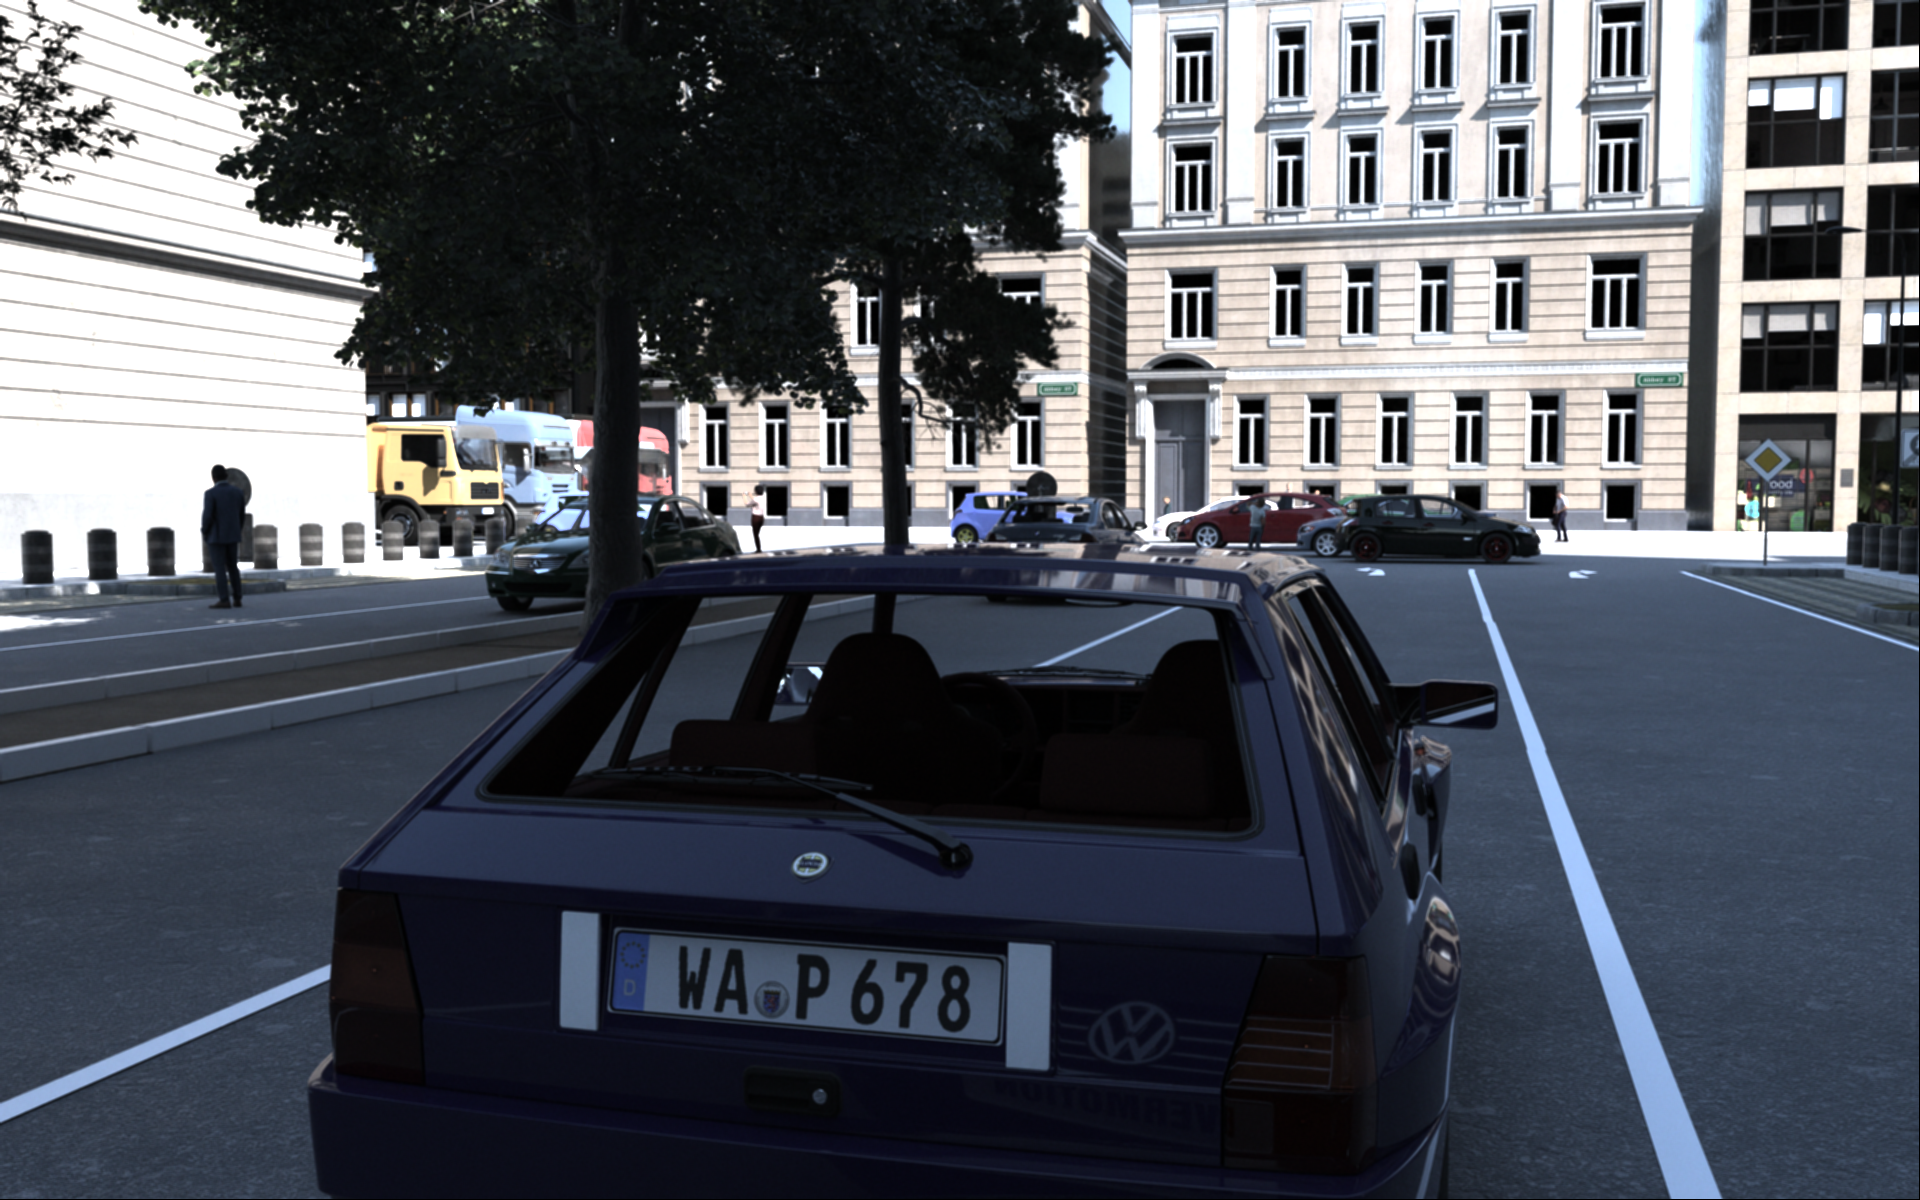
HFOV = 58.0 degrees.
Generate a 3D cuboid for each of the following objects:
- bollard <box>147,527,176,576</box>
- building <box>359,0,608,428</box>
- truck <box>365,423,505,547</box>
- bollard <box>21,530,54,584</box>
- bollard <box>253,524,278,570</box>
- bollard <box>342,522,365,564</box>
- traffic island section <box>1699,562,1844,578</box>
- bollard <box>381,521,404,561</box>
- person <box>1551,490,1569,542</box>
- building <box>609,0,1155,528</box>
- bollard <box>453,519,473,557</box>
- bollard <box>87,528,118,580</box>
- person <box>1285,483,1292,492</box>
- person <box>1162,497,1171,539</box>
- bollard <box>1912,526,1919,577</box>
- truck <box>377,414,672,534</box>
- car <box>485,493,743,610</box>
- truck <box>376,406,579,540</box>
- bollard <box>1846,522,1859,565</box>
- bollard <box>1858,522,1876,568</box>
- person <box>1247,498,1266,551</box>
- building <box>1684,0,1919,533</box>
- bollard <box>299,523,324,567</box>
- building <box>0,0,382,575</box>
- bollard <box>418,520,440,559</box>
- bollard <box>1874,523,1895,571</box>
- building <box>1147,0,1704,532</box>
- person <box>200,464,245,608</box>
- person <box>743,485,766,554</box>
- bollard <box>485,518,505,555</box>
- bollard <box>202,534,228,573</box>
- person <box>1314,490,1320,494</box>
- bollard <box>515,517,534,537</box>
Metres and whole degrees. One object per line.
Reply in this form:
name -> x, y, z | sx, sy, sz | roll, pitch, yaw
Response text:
bollard -> -12.534, -0.762, 27.171 | 0.404, 0.777, 0.398 | 0, 3, 0
building -> -21.075, -15.095, 76.478 | 15.834, 23.373, 12.332 | 1, 4, 16
truck -> -16.959, -3.232, 48.762 | 9.791, 3.379, 3.469 | 1, 4, 15
bollard -> -13.202, -0.616, 24.786 | 0.404, 0.777, 0.398 | 0, 3, 0
bollard -> -11.862, -0.909, 29.571 | 0.404, 0.777, 0.398 | 0, 3, 0
bollard -> -11.193, -1.055, 31.964 | 0.404, 0.777, 0.398 | 0, 3, 0
traffic island section -> 14.480, -0.540, 31.114 | 2.009, 0.180, 2.903 | 1, 4, 16
bollard -> -10.859, -1.128, 33.153 | 0.404, 0.777, 0.398 | 0, 3, 0
person -> 17.897, -2.499, 51.563 | 0.590, 1.554, 0.614 | 0, 4, -7
building -> -3.138, -17.499, 72.005 | 20.117, 28.700, 13.634 | 1, 4, 16
bollard -> -10.198, -1.273, 35.533 | 0.404, 0.777, 0.398 | 0, 3, 0
bollard -> -12.865, -0.689, 25.982 | 0.404, 0.777, 0.398 | 0, 3, 0
person -> 10.870, -2.979, 57.430 | 0.478, 1.798, 0.641 | 0, 4, 5
person -> 6.608, -2.636, 55.504 | 0.340, 1.345, 0.435 | 0, 4, -7
bollard -> 15.303, -0.800, 27.803 | 0.404, 0.777, 0.398 | 0, 3, 0
truck -> -15.322, -4.487, 62.280 | 11.283, 4.237, 2.839 | 1, 4, 16
car -> -4.394, -0.661, 22.612 | 2.131, 1.459, 4.920 | 1, 4, 14
truck -> -20.451, -4.002, 55.190 | 18.799, 4.110, 2.967 | 1, 4, 16
bollard -> 16.300, -1.020, 31.394 | 0.404, 0.777, 0.398 | 0, 3, 0
bollard -> 15.970, -0.947, 30.193 | 0.404, 0.777, 0.398 | 0, 3, 0
person -> 6.383, -1.533, 37.471 | 0.435, 1.345, 0.340 | 0, 4, 5
building -> 44.386, -15.771, 62.368 | 34.151, 26.468, 19.350 | 1, 4, 16
bollard -> -11.527, -0.982, 30.772 | 0.404, 0.777, 0.398 | 0, 3, 0
building -> -24.917, -15.041, 33.311 | 23.554, 28.519, 14.401 | 1, 4, 16
bollard -> -10.528, -1.200, 34.343 | 0.404, 0.777, 0.398 | 0, 3, 0
bollard -> 15.633, -0.873, 28.998 | 0.404, 0.777, 0.398 | 0, 3, 0
building -> 17.089, -17.177, 66.751 | 20.117, 28.700, 13.634 | 1, 4, 16
person -> -9.235, -0.800, 21.761 | 0.419, 1.800, 0.721 | 1, 4, 22
person -> -4.892, -1.913, 41.239 | 0.517, 1.644, 0.566 | -1, 4, -17
bollard -> -9.858, -1.346, 36.724 | 0.404, 0.777, 0.398 | 0, 3, 0
bollard -> -12.197, -0.834, 28.360 | 0.404, 0.777, 0.398 | 0, 3, 0
person -> 11.469, -2.764, 55.953 | 0.388, 1.546, 0.482 | -3, 4, -39
bollard -> -9.533, -1.419, 37.915 | 0.404, 0.777, 0.398 | 0, 3, 0
